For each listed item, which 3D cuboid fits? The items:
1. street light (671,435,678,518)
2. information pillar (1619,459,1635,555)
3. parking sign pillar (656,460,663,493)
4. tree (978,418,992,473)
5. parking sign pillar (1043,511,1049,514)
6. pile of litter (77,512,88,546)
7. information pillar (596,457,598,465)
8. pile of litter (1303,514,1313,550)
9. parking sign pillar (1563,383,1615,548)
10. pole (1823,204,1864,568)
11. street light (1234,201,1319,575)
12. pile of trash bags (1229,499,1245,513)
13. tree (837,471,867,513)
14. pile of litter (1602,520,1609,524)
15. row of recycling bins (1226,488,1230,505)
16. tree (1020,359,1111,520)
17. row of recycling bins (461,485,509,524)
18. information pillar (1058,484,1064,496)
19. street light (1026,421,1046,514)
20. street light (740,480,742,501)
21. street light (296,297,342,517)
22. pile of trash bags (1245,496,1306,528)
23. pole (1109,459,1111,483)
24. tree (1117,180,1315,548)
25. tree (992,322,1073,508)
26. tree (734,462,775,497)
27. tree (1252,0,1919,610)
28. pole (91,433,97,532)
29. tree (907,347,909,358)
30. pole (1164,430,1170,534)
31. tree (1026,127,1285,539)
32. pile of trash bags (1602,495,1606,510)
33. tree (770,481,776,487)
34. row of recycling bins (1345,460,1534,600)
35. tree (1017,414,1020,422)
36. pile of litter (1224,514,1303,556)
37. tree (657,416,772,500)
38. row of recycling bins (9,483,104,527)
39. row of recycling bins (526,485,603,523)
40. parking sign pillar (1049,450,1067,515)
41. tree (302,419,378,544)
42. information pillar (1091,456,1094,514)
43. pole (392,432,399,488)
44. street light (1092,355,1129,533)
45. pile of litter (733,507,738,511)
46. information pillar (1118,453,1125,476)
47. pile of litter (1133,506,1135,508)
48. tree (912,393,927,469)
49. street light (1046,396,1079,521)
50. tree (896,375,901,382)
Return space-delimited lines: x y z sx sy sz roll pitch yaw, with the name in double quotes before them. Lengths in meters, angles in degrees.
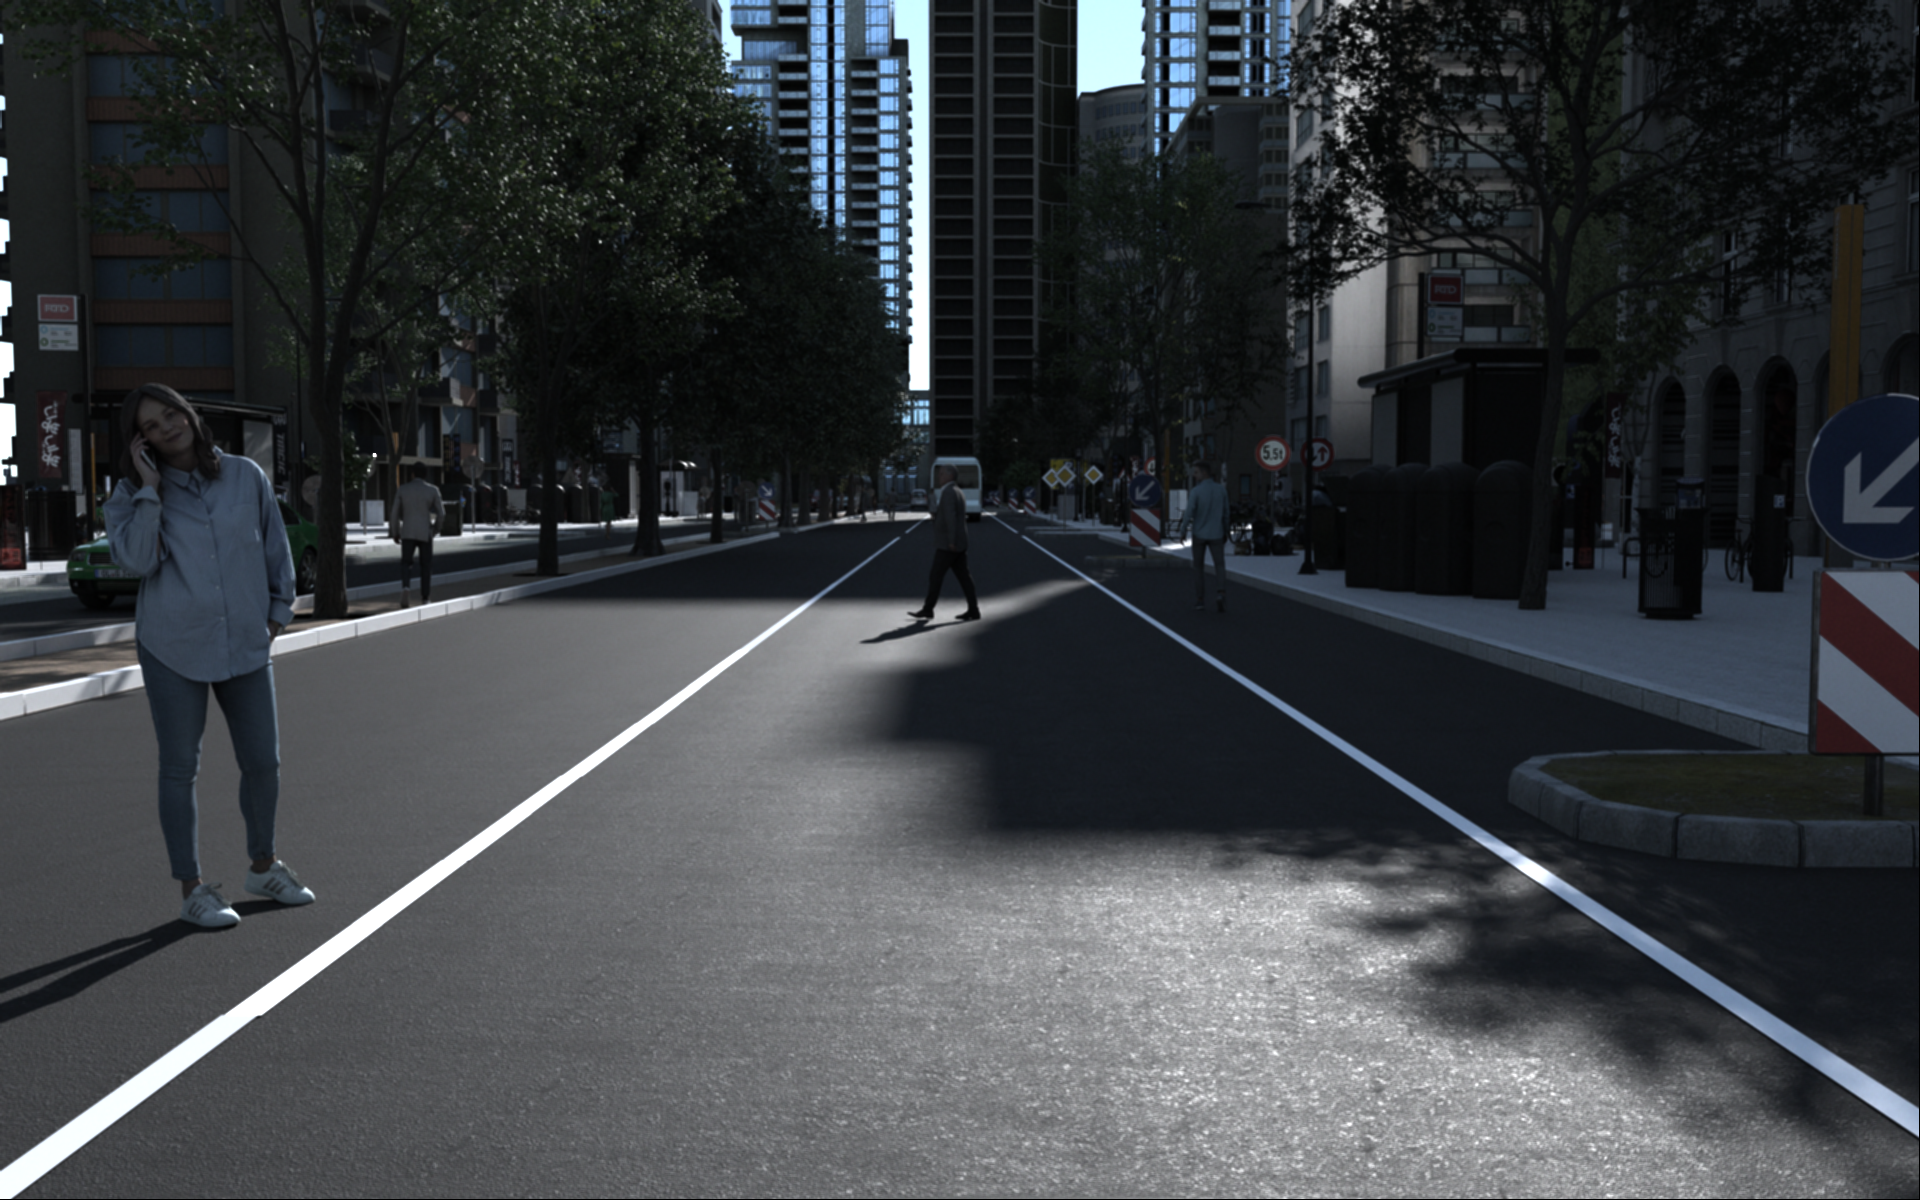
"street light" -15.034 -7.451 94.368 1.470 5.913 1.316 0 3 0
"information pillar" 14.103 -1.959 36.523 0.304 2.012 0.304 1 4 9
"parking sign pillar" -22.896 -8.738 131.332 1.447 3.967 1.447 1 4 19
"tree" 6.461 -12.051 131.446 8.767 10.594 7.601 1 4 20
"parking sign pillar" 6.231 -7.720 114.691 1.447 3.967 1.447 0 4 -6
"pile of litter" -21.484 -1.700 41.767 1.176 0.858 1.719 -2 4 -29
"information pillar" -22.718 -7.114 107.663 0.504 3.616 0.183 -1 4 -19
"pile of litter" 8.186 -1.596 40.059 1.719 0.858 1.176 0 4 -7
"parking sign pillar" 15.040 -3.256 41.708 1.447 3.967 1.447 3 5 41
"pole" 6.285 -1.132 12.345 0.158 3.312 0.155 0 3 0
"street light" 5.036 -3.366 27.580 1.470 5.913 1.316 0 3 0
"pile of trash bags" 12.275 -4.307 80.170 1.912 1.369 3.447 -3 4 -36
"tree" -7.338 -10.398 122.826 4.360 8.622 3.978 0 3 0
"pile of litter" 27.335 -3.718 74.754 1.176 0.858 1.719 0 4 2
"row of recycling bins" 15.480 -5.894 103.482 1.069 1.692 3.534 1 4 19
"tree" 5.905 -8.218 84.724 4.360 8.622 3.978 0 3 0
"row of recycling bins" -21.106 -4.170 75.288 1.069 1.692 3.534 2 4 31
"information pillar" 5.503 -5.423 93.157 0.304 2.012 0.304 -2 4 -35
"street light" 4.954 -8.424 110.273 1.470 5.913 1.316 0 3 0
"street light" -15.080 -9.230 123.449 1.470 5.913 1.316 0 3 0
"street light" -15.071 -4.183 40.939 1.470 5.913 1.316 0 3 0
"pile of trash bags" 12.988 -3.466 66.415 3.447 1.369 1.912 0 4 -7
"pole" 8.625 -6.453 99.346 0.158 3.312 0.155 0 3 0
"tree" 6.362 -5.577 41.548 4.360 8.622 3.978 0 3 0
"tree" 6.174 -8.550 74.209 8.767 10.594 7.601 0 4 -4
"tree" -16.723 -9.632 141.199 4.285 4.588 4.351 0 3 0
"tree" 6.661 -5.161 18.791 7.601 10.594 8.767 2 4 31
"pole" -29.001 -3.917 57.887 0.158 3.312 0.155 0 3 0
"tree" -7.063 -11.018 89.260 9.857 13.997 8.962 0 3 0
"pole" 6.616 -3.765 55.395 0.158 3.312 0.155 0 3 0
"tree" 5.631 -7.570 49.527 9.928 11.665 9.643 0 3 0
"pile of trash bags" 16.305 -2.341 48.031 3.447 1.369 1.912 -1 4 -15
"tree" -16.996 -9.526 150.349 1.663 3.219 1.824 0 3 0
"row of recycling bins" 6.212 -0.946 22.573 1.069 1.692 3.534 -1 4 -21
"tree" 5.773 -9.278 102.052 4.360 8.622 3.978 0 3 0
"pile of litter" 6.259 -1.373 36.407 1.719 0.858 1.176 1 4 12
"tree" -16.035 -10.821 111.333 7.601 10.594 8.767 1 4 9
"row of recycling bins" -35.441 -3.709 67.758 3.534 1.692 1.069 -1 4 -22
"row of recycling bins" -17.646 -4.306 77.516 3.534 1.692 1.069 -3 4 -36
"parking sign pillar" 6.588 -7.235 106.768 1.447 3.967 1.447 2 4 29
"tree" -15.820 -3.070 44.793 1.663 3.219 1.824 0 3 0
"information pillar" 8.173 -7.084 107.174 0.183 3.616 0.504 0 4 -7
"pole" -18.681 -3.885 57.357 0.158 3.312 0.155 0 3 0
"street light" 4.962 -5.192 57.430 1.470 5.913 1.316 0 3 0
"pile of litter" -17.266 -7.346 134.076 1.719 0.858 1.176 -1 4 -22
"information pillar" 9.179 -6.536 98.224 0.504 3.616 0.183 3 4 36
"pile of litter" 12.178 -6.830 125.638 1.176 0.858 1.719 2 4 33
"tree" -6.914 -11.623 109.498 9.611 12.733 9.660 0 3 0
"street light" 4.920 -6.645 81.192 1.470 5.913 1.316 0 3 0
"tree" -7.168 -10.487 99.680 9.928 11.665 9.643 0 3 0
